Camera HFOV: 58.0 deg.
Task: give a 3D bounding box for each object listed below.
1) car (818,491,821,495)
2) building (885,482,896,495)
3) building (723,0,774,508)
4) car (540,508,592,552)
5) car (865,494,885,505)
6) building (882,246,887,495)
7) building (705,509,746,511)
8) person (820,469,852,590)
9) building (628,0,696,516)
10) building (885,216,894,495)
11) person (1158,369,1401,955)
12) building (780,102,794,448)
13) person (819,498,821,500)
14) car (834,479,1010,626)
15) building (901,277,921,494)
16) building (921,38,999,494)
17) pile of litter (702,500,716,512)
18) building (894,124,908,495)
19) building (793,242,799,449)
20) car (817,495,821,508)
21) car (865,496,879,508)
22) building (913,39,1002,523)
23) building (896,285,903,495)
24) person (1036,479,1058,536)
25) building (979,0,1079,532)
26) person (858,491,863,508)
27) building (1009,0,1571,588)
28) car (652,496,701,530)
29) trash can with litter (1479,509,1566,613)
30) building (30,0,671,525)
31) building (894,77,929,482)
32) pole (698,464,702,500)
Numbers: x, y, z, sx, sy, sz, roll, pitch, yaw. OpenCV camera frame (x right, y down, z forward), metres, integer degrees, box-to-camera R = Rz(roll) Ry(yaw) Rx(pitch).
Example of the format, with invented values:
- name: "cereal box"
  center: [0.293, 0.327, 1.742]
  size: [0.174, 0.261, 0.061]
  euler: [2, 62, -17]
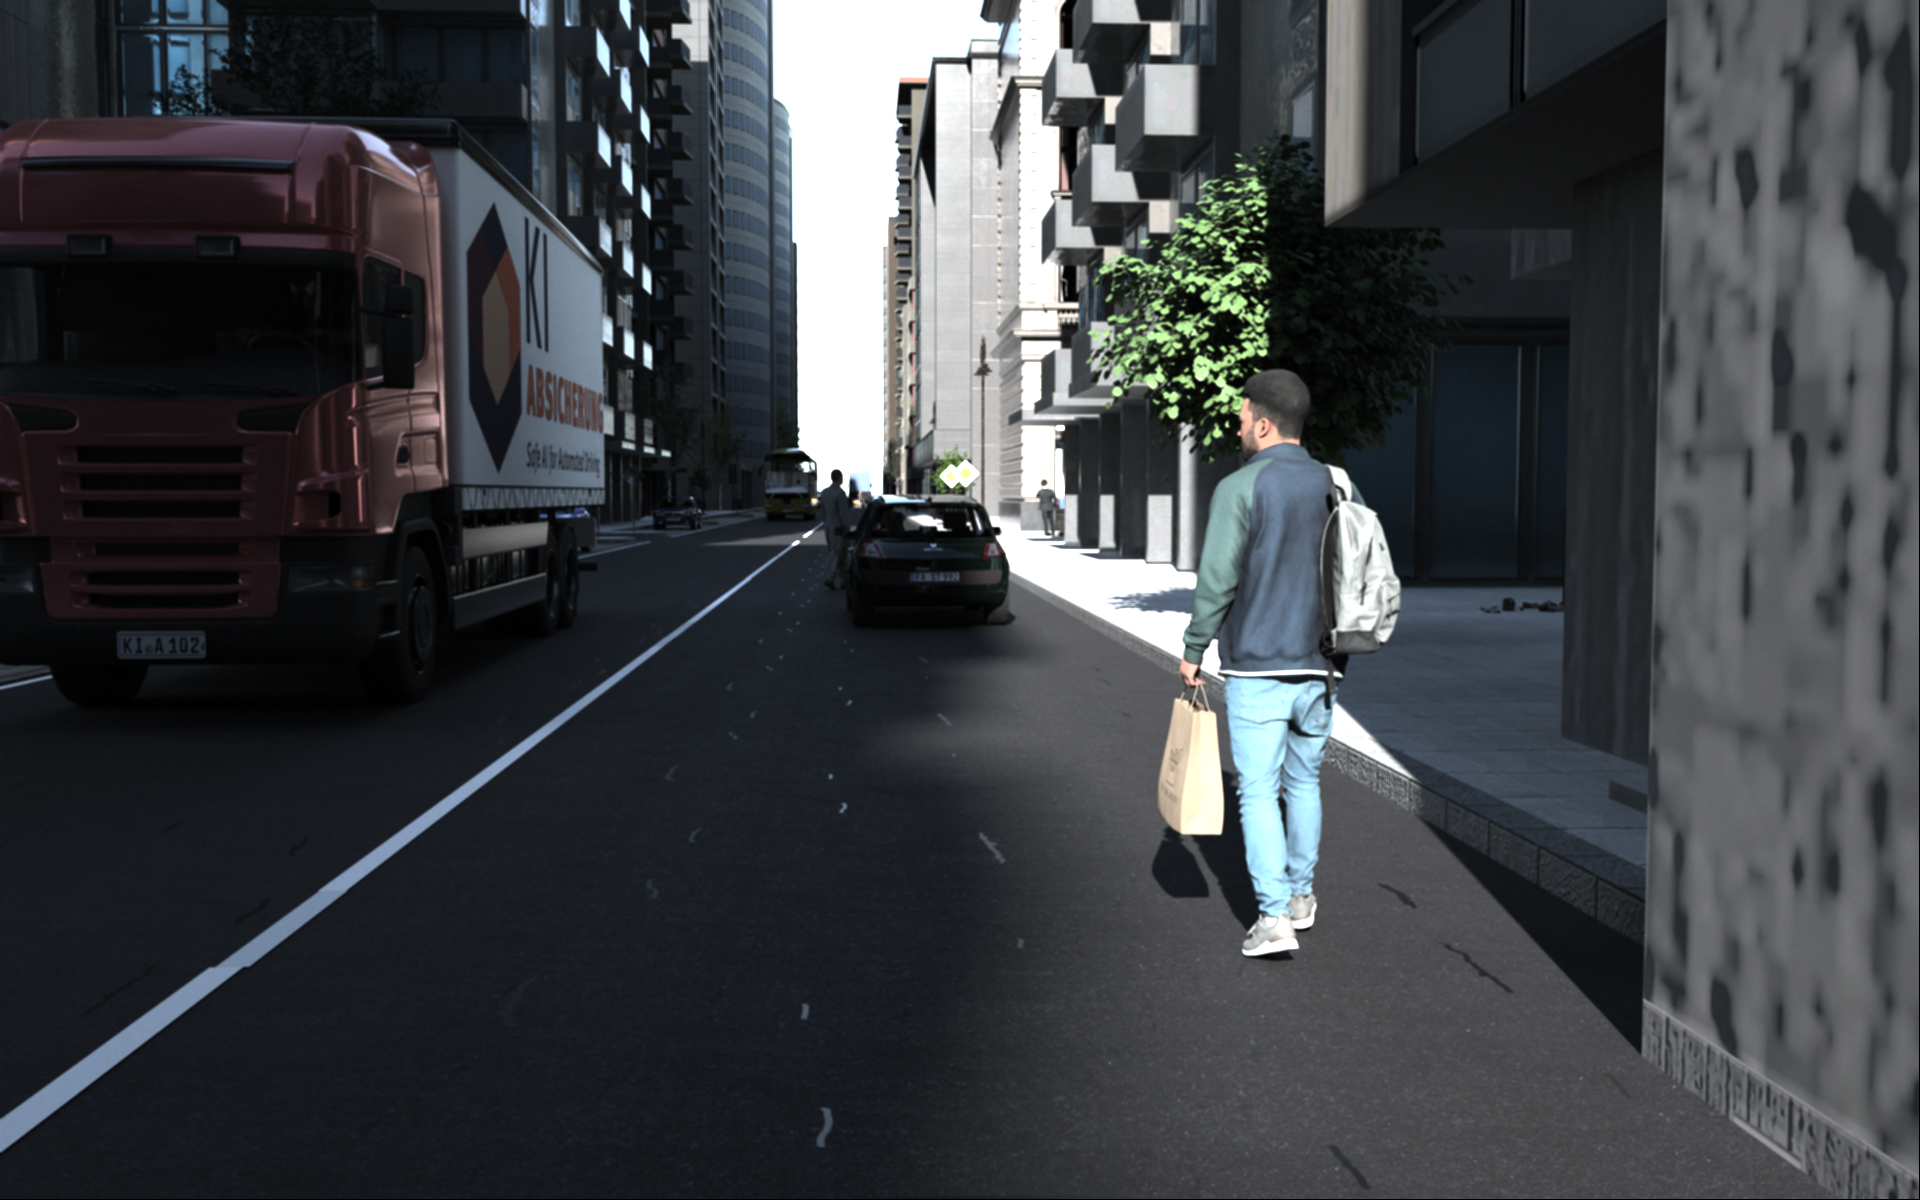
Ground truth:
- name: "car"
  center: [-16.295, -12.118, 206.794]
  size: [2.281, 1.827, 5.304]
  euler: [0, 4, -4]
- name: "building"
  center: [5.252, -34.282, 252.395]
  size: [32.217, 40.220, 23.993]
  euler: [0, 4, -3]
- name: "building"
  center: [-29.118, -38.255, 167.468]
  size: [21.231, 58.520, 28.212]
  euler: [0, 4, -3]
- name: "car"
  center: [-9.845, -1.936, 41.247]
  size: [1.945, 1.707, 3.694]
  euler: [0, 4, -3]
- name: "car"
  center: [-5.795, -6.819, 123.500]
  size: [2.014, 1.417, 4.499]
  euler: [0, 4, -3]
- name: "building"
  center: [-5.828, -36.861, 286.275]
  size: [14.154, 41.232, 14.086]
  euler: [0, 4, -3]
- name: "building"
  center: [-27.822, -43.061, 142.305]
  size: [20.563, 71.187, 20.611]
  euler: [0, 4, -3]
- name: "person"
  center: [-1.797, -1.064, 26.002]
  size: [0.767, 1.812, 0.694]
  euler: [-3, 5, -40]
- name: "building"
  center: [-28.585, -27.777, 108.778]
  size: [22.147, 44.769, 28.867]
  euler: [0, 4, -3]
- name: "building"
  center: [-4.392, -37.977, 271.034]
  size: [14.600, 45.320, 14.200]
  euler: [0, 4, -3]
- name: "person"
  center: [0.962, 0.184, 5.482]
  size: [0.794, 1.824, 0.713]
  euler: [0, 4, -2]
- name: "building"
  center: [-35.179, -43.363, 250.976]
  size: [21.231, 58.520, 28.212]
  euler: [0, 4, -3]
- name: "person"
  center: [-11.343, -8.454, 146.817]
  size: [1.348, 1.812, 0.705]
  euler: [2, 4, 25]
- name: "car"
  center: [-0.455, -0.640, 20.252]
  size: [2.009, 1.686, 4.222]
  euler: [0, 4, -5]
- name: "building"
  center: [9.007, -18.838, 153.036]
  size: [27.650, 21.520, 28.899]
  euler: [0, 4, -3]
- name: "building"
  center: [3.166, -20.920, 119.529]
  size: [11.434, 29.767, 29.804]
  euler: [0, 4, -3]
- name: "pile of litter"
  center: [-18.749, -6.910, 126.948]
  size: [1.719, 0.858, 1.176]
  euler: [0, 4, -4]
- name: "building"
  center: [0.051, -33.814, 202.972]
  size: [14.600, 45.320, 14.200]
  euler: [0, 4, -3]
- name: "building"
  center: [-32.732, -36.037, 272.802]
  size: [14.154, 41.232, 14.086]
  euler: [0, 4, -3]
- name: "car"
  center: [-12.761, -8.570, 152.694]
  size: [1.945, 1.354, 3.894]
  euler: [0, 4, -4]
- name: "car"
  center: [-5.164, -6.078, 111.958]
  size: [1.945, 1.354, 3.894]
  euler: [0, 4, -1]
- name: "building"
  center: [5.133, -16.563, 89.872]
  size: [14.314, 24.678, 30.058]
  euler: [0, 4, -3]
- name: "building"
  center: [-1.587, -28.204, 232.842]
  size: [14.160, 30.474, 14.107]
  euler: [0, 4, -3]
- name: "person"
  center: [2.720, -2.857, 54.575]
  size: [0.648, 1.900, 0.474]
  euler: [-1, 4, -18]
- name: "building"
  center: [11.024, -14.370, 63.828]
  size: [19.941, 23.489, 11.050]
  euler: [0, 4, -3]
- name: "person"
  center: [-9.930, -10.057, 173.454]
  size: [0.617, 1.759, 0.750]
  euler: [-1, 4, -20]
- name: "building"
  center: [13.591, -25.439, 35.541]
  size: [23.786, 49.044, 30.456]
  euler: [0, 4, -3]
- name: "car"
  center: [-11.472, -3.533, 70.337]
  size: [1.945, 1.354, 3.894]
  euler: [0, 4, -4]
- name: "trash can with litter"
  center: [6.580, -0.506, 19.325]
  size: [2.233, 1.210, 1.678]
  euler: [-2, 4, -26]
- name: "building"
  center: [-25.014, -27.620, 71.198]
  size: [23.786, 49.044, 30.456]
  euler: [0, 4, -3]
- name: "building"
  center: [4.332, -32.219, 181.398]
  size: [22.147, 44.769, 28.867]
  euler: [0, 4, -3]
- name: "pole"
  center: [-17.559, -7.526, 116.887]
  size: [0.158, 3.312, 0.155]
  euler: [0, 3, 0]
